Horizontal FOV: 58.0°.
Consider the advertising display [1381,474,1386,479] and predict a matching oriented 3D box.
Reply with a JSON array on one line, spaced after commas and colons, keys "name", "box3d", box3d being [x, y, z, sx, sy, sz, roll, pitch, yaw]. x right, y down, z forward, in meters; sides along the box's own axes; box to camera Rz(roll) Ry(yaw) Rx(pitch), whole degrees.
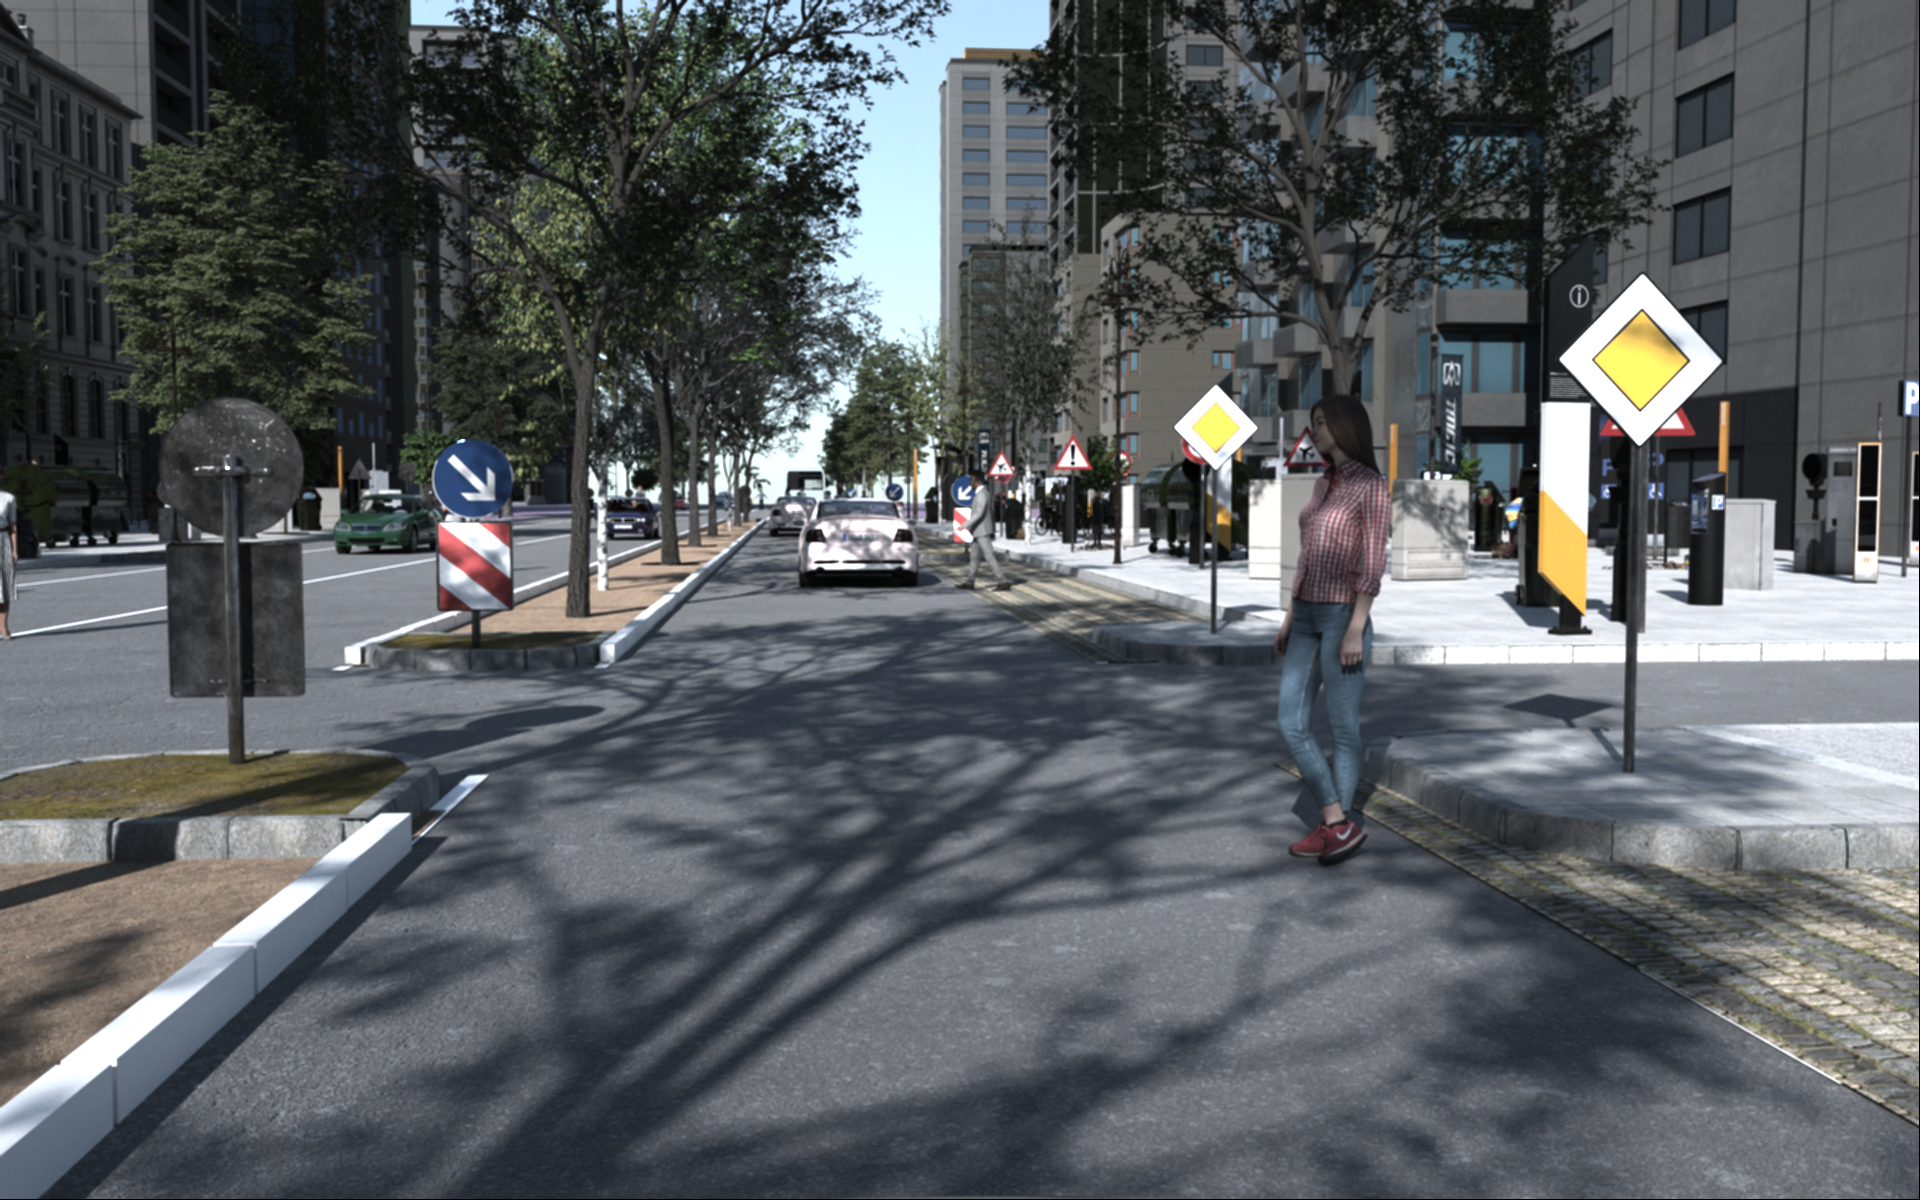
[{"name": "advertising display", "box3d": [13.573, -3.111, 56.073, 0.123, 1.923, 0.974, 2, 4, 32]}]

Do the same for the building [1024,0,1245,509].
[{"name": "building", "box3d": [16.764, -43.121, 143.280, 20.563, 71.187, 20.611, 0, 4, -5]}]

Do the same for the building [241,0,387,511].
[{"name": "building", "box3d": [-46.907, -28.384, 114.190, 14.600, 45.320, 14.200, 0, 4, -5]}]

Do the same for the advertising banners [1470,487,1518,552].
[{"name": "advertising banners", "box3d": [12.309, -2.560, 38.039, 2.074, 3.025, 0.090, 2, 4, 25]}]

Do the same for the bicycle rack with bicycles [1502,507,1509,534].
[{"name": "bicycle rack with bicycles", "box3d": [18.361, -2.515, 54.497, 2.852, 0.926, 2.925, -1, 4, -9]}]

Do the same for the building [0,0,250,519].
[{"name": "building", "box3d": [-49.520, -40.196, 95.454, 20.563, 71.187, 20.611, 0, 4, -5]}]

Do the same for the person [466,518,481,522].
[{"name": "person", "box3d": [-13.043, -2.287, 46.459, 0.524, 1.755, 0.480, 3, 5, 39]}]

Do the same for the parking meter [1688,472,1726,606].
[{"name": "parking meter", "box3d": [8.646, -0.712, 20.045, 0.372, 1.533, 0.369, 0, 3, 0]}]

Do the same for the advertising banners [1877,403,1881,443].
[{"name": "advertising banners", "box3d": [17.311, -2.238, 32.783, 0.090, 3.025, 2.074, 2, 4, 32]}]

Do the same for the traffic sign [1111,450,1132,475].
[{"name": "traffic sign", "box3d": [4.604, -3.064, 50.210, 0.768, 2.556, 0.104, 0, 4, 1]}]

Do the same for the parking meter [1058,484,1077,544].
[{"name": "parking meter", "box3d": [2.845, -2.238, 44.997, 0.372, 1.533, 0.369, 0, 3, 0]}]

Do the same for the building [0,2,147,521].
[{"name": "building", "box3d": [-43.483, -15.142, 66.651, 14.460, 24.649, 34.723, 0, 4, -5]}]

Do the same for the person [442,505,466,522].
[{"name": "person", "box3d": [-8.885, -1.315, 30.564, 0.524, 1.755, 0.480, 3, 5, 41]}]

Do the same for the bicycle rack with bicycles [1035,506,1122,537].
[{"name": "bicycle rack with bicycles", "box3d": [4.009, -2.419, 52.932, 2.852, 0.926, 2.925, -2, 4, -30]}]

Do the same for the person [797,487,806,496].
[{"name": "person", "box3d": [-8.065, -4.898, 88.687, 0.635, 1.810, 0.391, 1, 4, 21]}]

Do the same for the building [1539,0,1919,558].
[{"name": "building", "box3d": [28.627, -36.881, 41.252, 20.611, 71.187, 20.563, 0, 4, -5]}]

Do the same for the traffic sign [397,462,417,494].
[{"name": "traffic sign", "box3d": [-21.889, -4.185, 68.525, 0.768, 2.556, 0.104, 0, 4, -5]}]

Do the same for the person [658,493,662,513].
[{"name": "person", "box3d": [-15.242, -4.932, 89.528, 0.661, 1.777, 0.834, -3, 4, -38]}]

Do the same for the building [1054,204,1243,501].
[{"name": "building", "box3d": [22.397, -16.848, 120.509, 27.650, 21.520, 28.899, 0, 4, -5]}]

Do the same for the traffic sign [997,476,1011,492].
[{"name": "traffic sign", "box3d": [2.083, -5.080, 83.162, 0.768, 2.556, 0.104, 0, 4, -1]}]

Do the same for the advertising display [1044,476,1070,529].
[{"name": "advertising display", "box3d": [3.520, -3.518, 62.733, 0.974, 1.923, 0.123, 2, 4, 25]}]

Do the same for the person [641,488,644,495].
[{"name": "person", "box3d": [-18.595, -5.598, 100.543, 0.721, 1.766, 1.217, -2, 4, -30]}]

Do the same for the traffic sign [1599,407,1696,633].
[{"name": "traffic sign", "box3d": [6.291, -0.973, 15.919, 0.884, 2.594, 0.081, 0, 4, -1]}]

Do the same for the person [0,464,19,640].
[{"name": "person", "box3d": [-9.460, -0.480, 16.923, 0.480, 1.755, 0.524, -3, 4, -37]}]

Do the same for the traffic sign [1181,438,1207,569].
[{"name": "traffic sign", "box3d": [4.165, -1.811, 29.724, 0.768, 2.556, 0.104, 0, 4, -2]}]

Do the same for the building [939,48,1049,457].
[{"name": "building", "box3d": [7.731, -42.500, 236.881, 21.231, 58.520, 28.212, 0, 4, -5]}]

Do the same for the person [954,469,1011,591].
[{"name": "person", "box3d": [0.329, -1.020, 25.459, 0.850, 1.792, 0.678, 0, 4, 6]}]

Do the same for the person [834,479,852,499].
[{"name": "person", "box3d": [-3.186, -2.324, 46.488, 0.713, 1.824, 0.794, 0, 4, -2]}]

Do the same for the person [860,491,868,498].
[{"name": "person", "box3d": [-4.718, -4.581, 85.210, 0.589, 1.601, 0.330, 0, 4, -1]}]

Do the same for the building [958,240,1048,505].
[{"name": "building", "box3d": [7.728, -26.305, 201.787, 14.160, 30.474, 14.107, 0, 4, -5]}]

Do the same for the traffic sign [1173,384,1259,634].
[{"name": "traffic sign", "box3d": [2.332, -0.749, 15.883, 0.795, 2.450, 0.064, 0, 4, -5]}]

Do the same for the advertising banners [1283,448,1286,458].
[{"name": "advertising banners", "box3d": [12.194, -4.263, 65.886, 0.090, 3.025, 2.074, 1, 4, 22]}]

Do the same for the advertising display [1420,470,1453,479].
[{"name": "advertising display", "box3d": [12.938, -2.558, 47.032, 0.974, 1.923, 0.123, -1, 4, -20]}]

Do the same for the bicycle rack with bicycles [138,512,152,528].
[{"name": "bicycle rack with bicycles", "box3d": [-29.287, -3.163, 65.103, 2.852, 0.926, 2.925, 2, 4, 28]}]

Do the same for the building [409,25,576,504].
[{"name": "building", "box3d": [-61.481, -41.511, 220.697, 21.231, 58.520, 28.212, 0, 4, -5]}]

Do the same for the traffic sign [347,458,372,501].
[{"name": "traffic sign", "box3d": [-21.465, -3.786, 61.909, 0.884, 2.594, 0.081, 0, 4, 3]}]

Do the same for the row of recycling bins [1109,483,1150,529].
[{"name": "row of recycling bins", "box3d": [7.077, -3.562, 65.346, 3.534, 1.692, 1.069, -2, 4, -34]}]

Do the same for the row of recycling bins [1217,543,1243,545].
[{"name": "row of recycling bins", "box3d": [8.092, -2.226, 43.505, 3.534, 1.692, 1.069, 1, 4, 13]}]

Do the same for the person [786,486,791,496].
[{"name": "person", "box3d": [-8.780, -4.929, 89.103, 0.388, 1.821, 0.555, -1, 4, -16]}]

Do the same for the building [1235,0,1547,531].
[{"name": "building", "box3d": [24.468, -27.668, 71.973, 23.786, 49.044, 30.456, 0, 4, -5]}]

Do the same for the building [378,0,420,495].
[{"name": "building", "box3d": [-49.273, -27.245, 129.045, 14.154, 41.232, 14.086, 0, 4, -5]}]

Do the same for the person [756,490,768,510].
[{"name": "person", "box3d": [-17.930, -9.040, 156.289, 1.348, 1.826, 0.705, -2, 4, -30]}]

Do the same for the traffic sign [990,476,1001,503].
[{"name": "traffic sign", "box3d": [1.195, -4.052, 66.255, 0.884, 2.594, 0.081, 0, 4, -4]}]

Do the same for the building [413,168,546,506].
[{"name": "building", "box3d": [-64.188, -30.749, 194.633, 32.217, 40.220, 23.993, 0, 4, -5]}]

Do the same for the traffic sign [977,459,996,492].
[{"name": "traffic sign", "box3d": [0.984, -3.689, 60.426, 0.768, 2.556, 0.104, 0, 4, -2]}]

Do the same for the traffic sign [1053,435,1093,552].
[{"name": "traffic sign", "box3d": [2.474, -2.324, 37.999, 0.884, 2.594, 0.081, 0, 4, 1]}]

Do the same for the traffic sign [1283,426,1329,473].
[{"name": "traffic sign", "box3d": [6.633, -2.033, 33.237, 0.884, 2.594, 0.081, 0, 3, 0]}]

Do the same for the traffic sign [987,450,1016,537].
[{"name": "traffic sign", "box3d": [1.238, -3.154, 51.576, 0.884, 2.594, 0.081, 0, 4, 3]}]

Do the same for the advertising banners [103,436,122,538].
[{"name": "advertising banners", "box3d": [-25.091, -3.372, 51.328, 0.090, 3.025, 2.074, -1, 4, -10]}]

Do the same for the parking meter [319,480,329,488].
[{"name": "parking meter", "box3d": [-26.389, -4.051, 71.941, 0.255, 1.863, 0.399, 1, 4, 13]}]

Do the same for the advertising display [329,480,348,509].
[{"name": "advertising display", "box3d": [-28.241, -4.480, 78.467, 0.974, 1.923, 0.123, -2, 4, -31]}]

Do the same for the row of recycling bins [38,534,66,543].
[{"name": "row of recycling bins", "box3d": [-24.718, -2.324, 45.107, 1.069, 1.692, 3.534, 1, 4, 14]}]

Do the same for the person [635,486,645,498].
[{"name": "person", "box3d": [-14.510, -4.302, 79.020, 0.590, 1.801, 0.661, 2, 4, 24]}]

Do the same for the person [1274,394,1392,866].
[{"name": "person", "box3d": [1.446, 0.102, 6.840, 0.388, 1.821, 0.555, -2, 4, -34]}]
